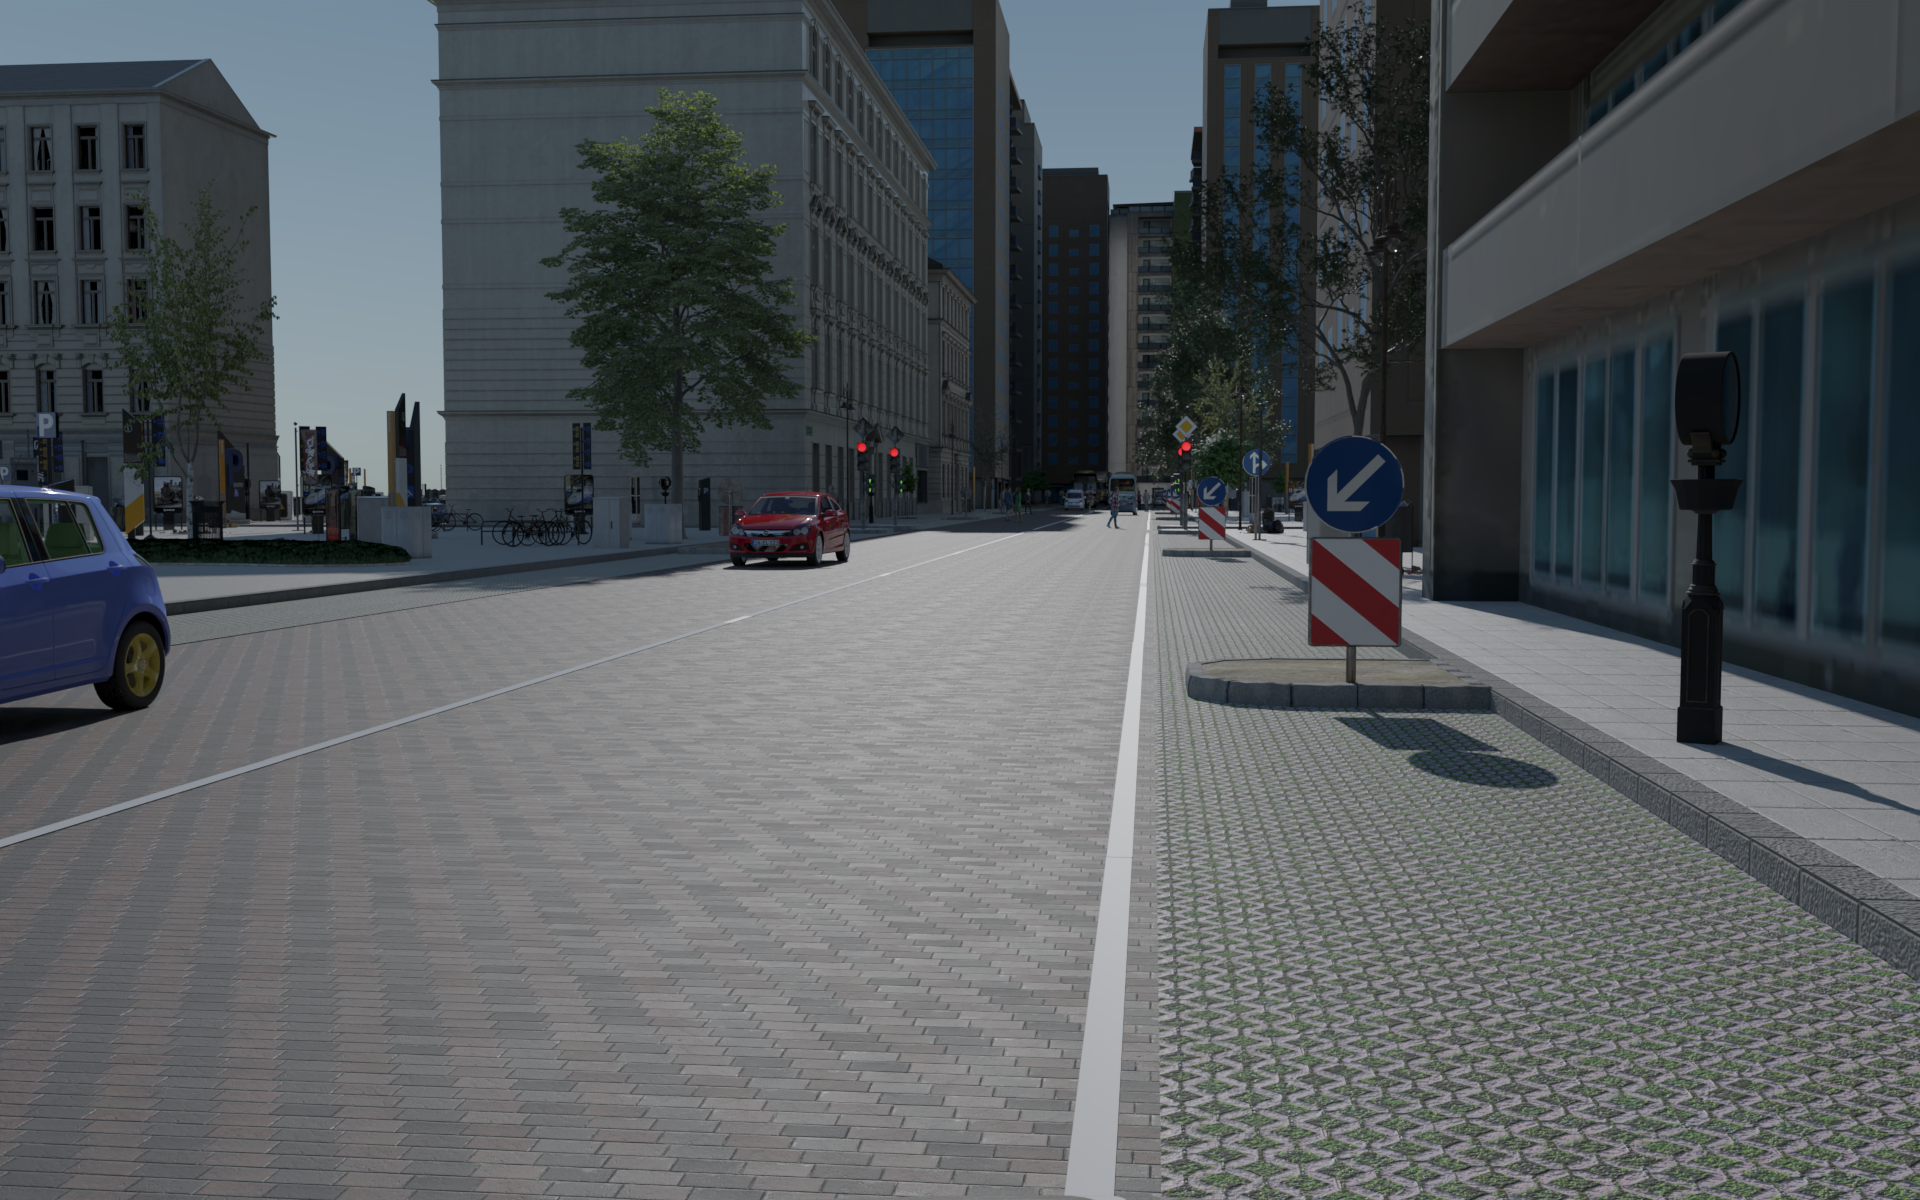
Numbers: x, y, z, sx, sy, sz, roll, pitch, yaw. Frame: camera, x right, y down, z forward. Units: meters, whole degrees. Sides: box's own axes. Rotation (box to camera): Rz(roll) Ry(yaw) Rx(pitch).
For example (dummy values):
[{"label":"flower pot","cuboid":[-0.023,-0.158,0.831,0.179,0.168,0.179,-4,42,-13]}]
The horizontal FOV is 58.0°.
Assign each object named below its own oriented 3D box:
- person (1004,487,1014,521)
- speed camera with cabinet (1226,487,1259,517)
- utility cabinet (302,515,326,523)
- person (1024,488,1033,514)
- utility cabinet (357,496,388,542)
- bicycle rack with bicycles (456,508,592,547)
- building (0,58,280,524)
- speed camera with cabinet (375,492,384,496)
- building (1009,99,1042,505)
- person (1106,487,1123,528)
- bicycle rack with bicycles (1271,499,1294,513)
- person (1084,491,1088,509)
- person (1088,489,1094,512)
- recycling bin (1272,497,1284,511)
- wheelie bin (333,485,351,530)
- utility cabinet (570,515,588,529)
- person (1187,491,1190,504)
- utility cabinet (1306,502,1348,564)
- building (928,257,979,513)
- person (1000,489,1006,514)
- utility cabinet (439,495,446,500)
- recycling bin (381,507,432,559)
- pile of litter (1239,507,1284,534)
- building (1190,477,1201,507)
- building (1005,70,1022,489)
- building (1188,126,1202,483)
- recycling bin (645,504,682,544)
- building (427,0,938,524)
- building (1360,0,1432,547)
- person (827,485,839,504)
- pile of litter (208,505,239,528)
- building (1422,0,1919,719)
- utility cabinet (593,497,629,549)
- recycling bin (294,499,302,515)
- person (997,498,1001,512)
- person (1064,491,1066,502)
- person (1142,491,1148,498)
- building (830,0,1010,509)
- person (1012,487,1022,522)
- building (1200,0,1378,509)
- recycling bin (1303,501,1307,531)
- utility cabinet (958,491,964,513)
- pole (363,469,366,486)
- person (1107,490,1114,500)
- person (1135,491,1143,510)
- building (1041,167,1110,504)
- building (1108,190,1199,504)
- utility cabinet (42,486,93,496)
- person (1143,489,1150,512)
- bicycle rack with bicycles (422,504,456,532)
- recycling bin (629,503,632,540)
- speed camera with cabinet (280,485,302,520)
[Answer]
[{"label":"person","cuboid":[2.533,-5.095,91.834,0.581,1.822,0.654,3,5,44]},{"label":"speed camera with cabinet","cuboid":[15.758,-6.273,96.900,2.038,3.252,0.660,0,4,-3]},{"label":"utility cabinet","cuboid":[-27.841,-4.030,74.569,1.173,1.500,0.318,2,4,32]},{"label":"person","cuboid":[4.858,-6.985,122.478,0.659,1.850,0.755,-2,4,-33]},{"label":"utility cabinet","cuboid":[-15.325,-2.108,45.629,1.020,1.237,0.306,-2,4,-25]},{"label":"bicycle rack with bicycles","cuboid":[-10.568,-1.835,43.391,2.925,0.926,2.852,-3,5,-39]},{"label":"building","cuboid":[-42.480,-14.122,80.044,18.267,20.994,9.793,0,4,6]},{"label":"speed camera with cabinet","cuboid":[-44.926,-8.607,135.063,2.038,3.252,0.660,-1,4,-23]},{"label":"building","cuboid":[-1.187,-35.911,210.850,21.600,48.544,21.300,0,4,6]},{"label":"person","cuboid":[6.514,-3.889,72.930,0.643,1.720,0.563,1,4,17]},{"label":"bicycle rack with bicycles","cuboid":[22.511,-6.469,119.147,2.852,0.926,2.925,2,4,28]},{"label":"person","cuboid":[12.104,-9.823,169.644,0.750,1.759,0.617,-1,4,-9]},{"label":"person","cuboid":[10.549,-8.020,139.597,0.573,1.828,0.580,-1,4,-16]},{"label":"recycling bin","cuboid":[23.690,-7.120,128.965,0.722,1.027,0.722,1,4,21]},{"label":"wheelie bin","cuboid":[-22.382,-3.355,62.760,0.980,1.594,0.693,0,4,8]},{"label":"utility cabinet","cuboid":[-14.043,-3.218,63.774,0.306,1.237,1.020,-2,4,-34]},{"label":"person","cuboid":[29.667,-13.302,225.624,0.705,1.869,1.348,3,5,43]},{"label":"utility cabinet","cuboid":[6.757,-1.402,31.600,0.318,1.500,1.173,3,5,41]},{"label":"building","cuboid":[-4.858,-15.969,125.718,10.561,19.102,19.286,0,4,6]},{"label":"person","cuboid":[3.000,-6.872,120.960,0.391,1.810,0.635,-2,4,-29]},{"label":"utility cabinet","cuboid":[-32.626,-6.029,109.740,0.306,1.237,1.020,-3,5,-44]},{"label":"recycling bin","cuboid":[-11.073,-1.353,34.669,0.722,1.027,0.722,1,4,13]},{"label":"pile of litter","cuboid":[9.883,-2.611,56.649,1.719,0.858,1.176,-1,4,-17]},{"label":"building","cuboid":[39.891,-29.603,175.897,32.217,40.220,23.993,0,4,6]},{"label":"building","cuboid":[-5.274,-31.896,176.123,22.147,44.769,28.867,0,4,6]},{"label":"building","cuboid":[37.976,-33.527,202.792,22.147,44.769,28.867,0,4,6]},{"label":"recycling bin","cuboid":[-7.631,-1.958,44.562,0.722,1.027,0.722,1,4,20]},{"label":"building","cuboid":[-12.020,-19.445,94.336,17.030,29.872,44.131,0,4,6]},{"label":"building","cuboid":[17.408,-24.235,46.349,14.600,45.320,14.200,0,4,6]},{"label":"person","cuboid":[-4.987,-3.532,66.643,0.834,1.777,0.661,3,4,36]},{"label":"pile of litter","cuboid":[-28.095,-3.196,66.215,1.176,0.858,1.719,1,4,12]},{"label":"building","cuboid":[15.198,-23.538,8.547,21.300,48.544,21.600,0,4,6]},{"label":"utility cabinet","cuboid":[-8.299,-1.835,41.166,1.020,1.237,0.306,3,5,40]},{"label":"recycling bin","cuboid":[-41.276,-5.810,107.543,0.722,1.027,0.722,-1,4,-17]},{"label":"person","cuboid":[2.866,-6.854,125.584,0.382,1.210,0.505,-3,5,-44]},{"label":"person","cuboid":[12.663,-12.231,208.488,1.348,1.823,0.705,3,4,39]},{"label":"person","cuboid":[23.139,-12.628,214.972,1.348,1.824,0.705,-3,5,-41]},{"label":"building","cuboid":[-3.075,-30.817,153.965,14.600,45.320,14.200,0,4,6]},{"label":"person","cuboid":[2.970,-4.849,88.029,0.529,1.795,0.600,-2,4,-26]},{"label":"building","cuboid":[29.129,-31.043,157.657,14.600,45.320,14.200,0,4,6]},{"label":"recycling bin","cuboid":[12.223,-2.863,59.364,0.722,1.027,0.722,-1,4,-11]},{"label":"utility cabinet","cuboid":[0.054,-6.397,113.270,0.318,1.500,1.173,0,4,5]},{"label":"pole","cuboid":[-47.997,-8.921,139.708,0.158,3.312,0.155,0,3,0]},{"label":"person","cuboid":[13.759,-8.995,155.559,0.705,1.826,1.348,-3,4,-37]},{"label":"person","cuboid":[15.893,-8.799,153.046,1.217,1.739,0.721,-2,4,-32]},{"label":"building","cuboid":[13.138,-35.885,236.832,14.200,45.320,14.600,0,4,6]},{"label":"building","cuboid":[27.238,-33.774,235.792,14.086,41.232,14.154,0,4,6]},{"label":"utility cabinet","cuboid":[-24.035,-2.325,46.697,1.173,1.500,0.318,0,4,-6]},{"label":"person","cuboid":[15.214,-8.122,141.386,0.635,1.810,0.391,-2,4,-35]},{"label":"bicycle rack with bicycles","cuboid":[-18.300,-2.836,59.753,2.925,0.926,2.852,1,4,11]},{"label":"recycling bin","cuboid":[-9.602,-2.180,48.205,0.722,1.027,0.722,1,4,16]},{"label":"speed camera with cabinet","cuboid":[-33.055,-5.597,85.838,2.038,3.252,0.660,-1,4,-13]}]
